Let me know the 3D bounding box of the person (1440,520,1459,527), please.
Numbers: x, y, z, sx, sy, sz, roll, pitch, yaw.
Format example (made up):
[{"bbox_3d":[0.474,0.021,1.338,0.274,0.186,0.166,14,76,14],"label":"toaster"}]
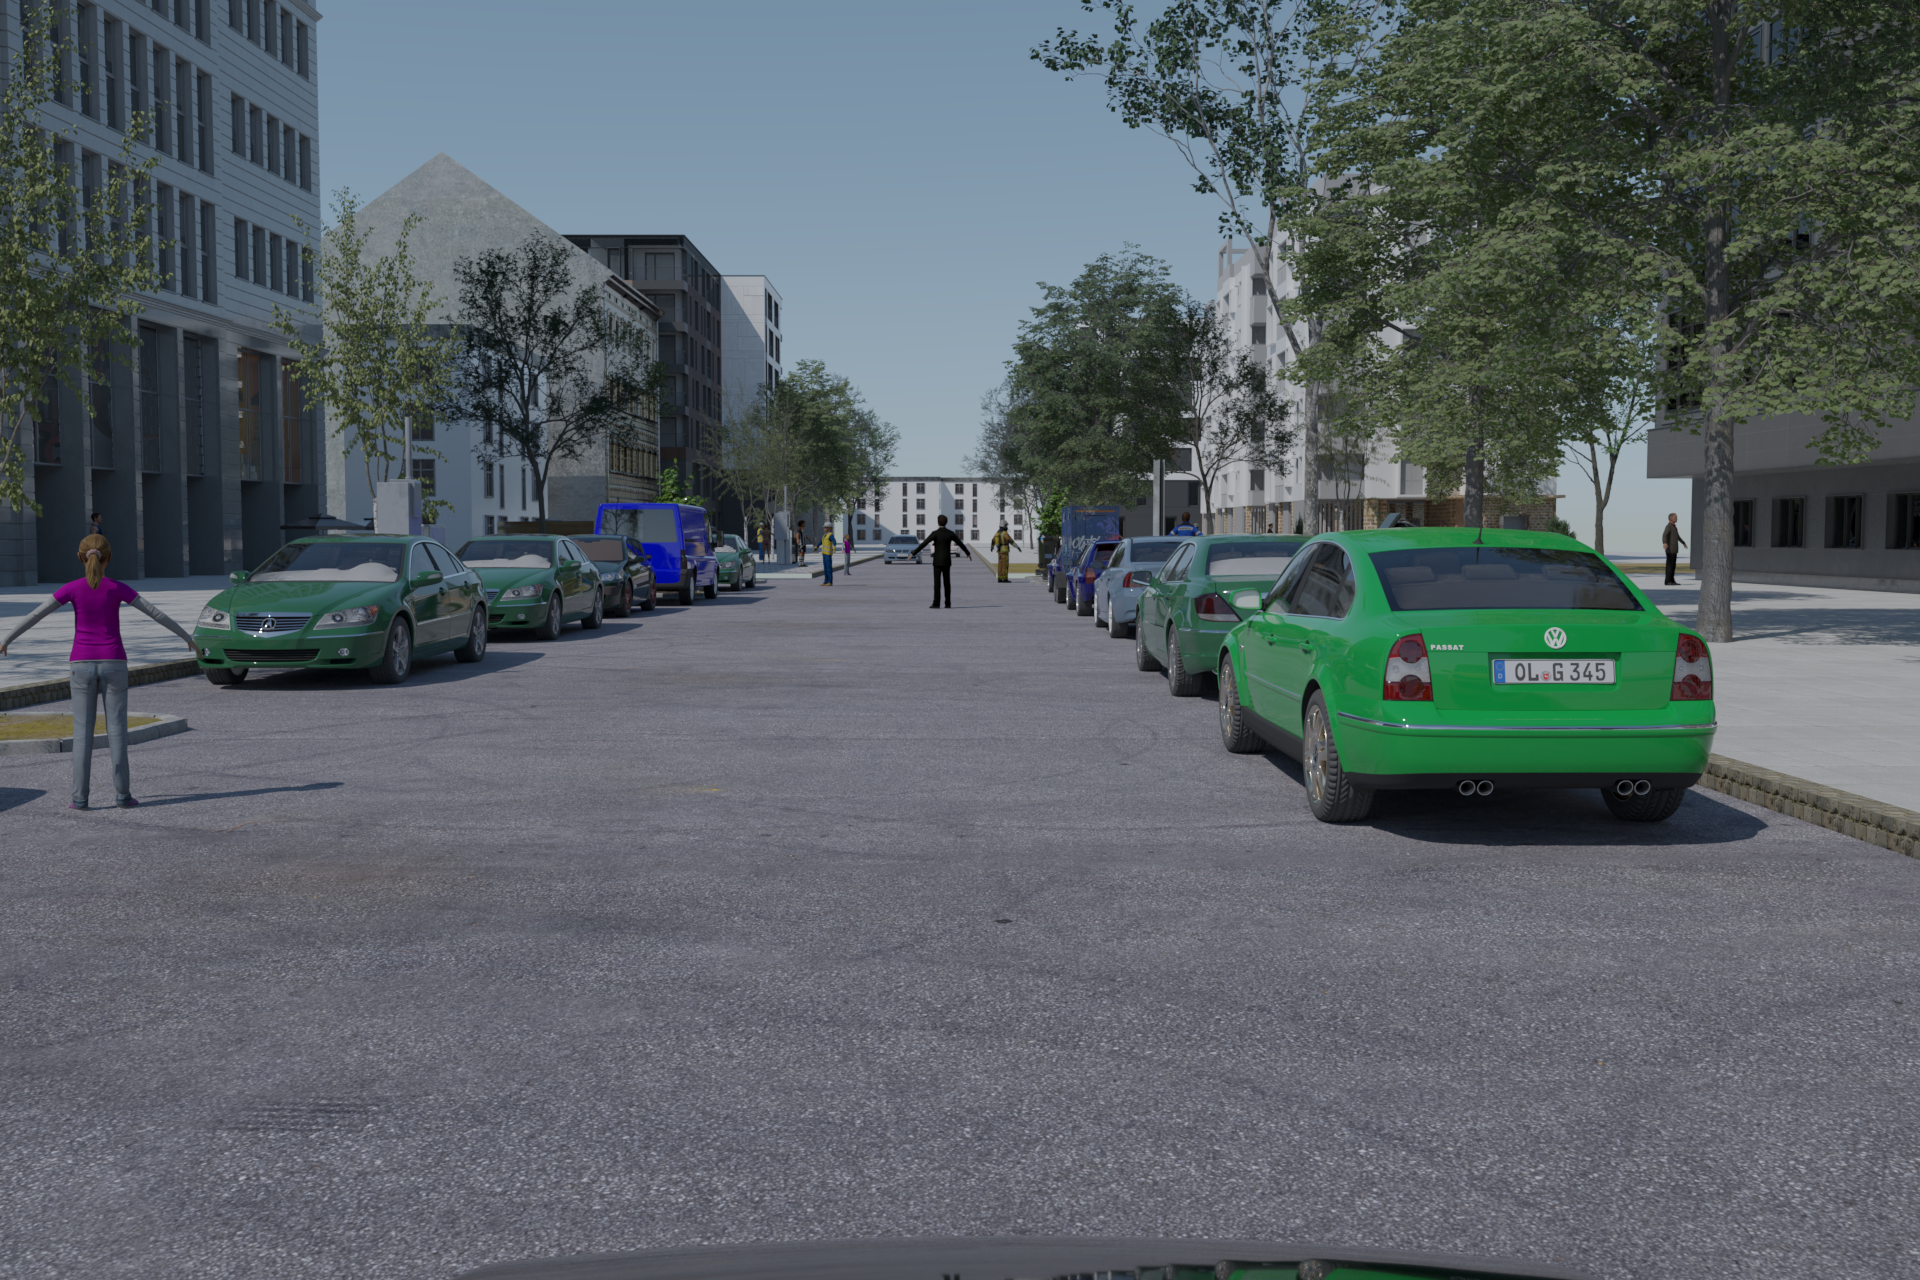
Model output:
[{"bbox_3d":[15.752,-3.001,55.918,0.742,1.727,0.445,2,4,30],"label":"person"}]

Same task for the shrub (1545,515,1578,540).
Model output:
[{"bbox_3d":[23.051,-3.823,66.920,1.690,2.028,1.600,0,3,0],"label":"shrub"}]

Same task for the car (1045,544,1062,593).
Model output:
[{"bbox_3d":[3.022,-1.755,41.281,1.945,1.354,3.894,0,4,0],"label":"car"}]

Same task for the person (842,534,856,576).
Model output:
[{"bbox_3d":[-3.849,-2.949,59.936,0.599,1.433,0.991,2,4,24],"label":"person"}]

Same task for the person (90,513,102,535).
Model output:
[{"bbox_3d":[-21.491,-2.264,43.187,0.704,1.807,1.345,-1,4,-21],"label":"person"}]

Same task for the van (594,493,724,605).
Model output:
[{"bbox_3d":[-6.318,-1.968,36.553,2.240,2.365,5.245,0,4,0],"label":"van"}]

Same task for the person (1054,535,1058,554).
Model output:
[{"bbox_3d":[3.886,-3.937,70.503,1.348,1.813,0.705,1,4,14],"label":"person"}]

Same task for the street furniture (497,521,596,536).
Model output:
[{"bbox_3d":[-14.689,-3.343,61.518,9.812,1.723,11.010,3,4,37],"label":"street furniture"}]

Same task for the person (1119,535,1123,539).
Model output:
[{"bbox_3d":[8.382,-5.427,94.592,1.347,1.847,0.705,-2,4,-33],"label":"person"}]

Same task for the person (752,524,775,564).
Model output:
[{"bbox_3d":[-8.432,-4.175,75.063,1.217,1.733,0.721,-2,4,-26],"label":"person"}]

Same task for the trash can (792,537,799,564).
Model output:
[{"bbox_3d":[-7.262,-3.836,74.373,0.748,1.137,0.748,0,3,0],"label":"trash can"}]

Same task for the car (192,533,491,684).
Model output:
[{"bbox_3d":[-6.265,-0.381,18.024,2.131,1.459,4.920,0,4,-1],"label":"car"}]

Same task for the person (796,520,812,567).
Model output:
[{"bbox_3d":[-6.100,-3.737,67.246,0.704,1.843,1.345,1,4,17],"label":"person"}]

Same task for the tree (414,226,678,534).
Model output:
[{"bbox_3d":[-12.412,-7.189,51.948,8.767,10.594,7.601,0,4,5],"label":"tree"}]

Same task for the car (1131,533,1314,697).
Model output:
[{"bbox_3d":[2.773,-0.299,16.692,2.131,1.459,4.920,0,3,0],"label":"car"}]

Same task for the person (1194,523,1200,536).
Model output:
[{"bbox_3d":[12.713,-5.348,93.218,0.705,1.856,1.354,-3,4,-38],"label":"person"}]

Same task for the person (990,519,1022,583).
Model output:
[{"bbox_3d":[1.294,-2.605,50.819,0.705,1.858,1.354,-3,4,-38],"label":"person"}]

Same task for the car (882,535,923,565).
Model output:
[{"bbox_3d":[-2.694,-4.346,83.056,2.014,1.417,4.499,0,3,0],"label":"car"}]

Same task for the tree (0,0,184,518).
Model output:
[{"bbox_3d":[-12.736,-4.443,22.998,4.737,8.622,4.395,0,3,0],"label":"tree"}]

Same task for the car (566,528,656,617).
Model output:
[{"bbox_3d":[-6.558,-1.298,31.005,2.009,1.686,4.222,0,4,0],"label":"car"}]

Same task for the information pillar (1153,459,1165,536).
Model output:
[{"bbox_3d":[6.345,-3.915,55.333,0.184,3.620,1.656,0,3,0],"label":"information pillar"}]

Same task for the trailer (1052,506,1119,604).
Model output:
[{"bbox_3d":[2.684,-1.816,36.735,1.471,1.999,3.904,0,4,-1],"label":"trailer"}]

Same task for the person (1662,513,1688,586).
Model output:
[{"bbox_3d":[17.781,-2.264,43.199,0.705,1.807,1.348,3,5,44],"label":"person"}]

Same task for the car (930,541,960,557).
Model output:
[{"bbox_3d":[-0.915,-5.834,107.746,2.083,1.381,4.827,0,4,-1],"label":"car"}]

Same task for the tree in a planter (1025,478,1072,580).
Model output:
[{"bbox_3d":[3.052,-3.532,54.966,1.991,3.239,1.994,0,4,1],"label":"tree in a planter"}]

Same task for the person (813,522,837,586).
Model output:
[{"bbox_3d":[-3.720,-2.376,47.765,0.721,1.772,1.216,-2,4,-32],"label":"person"}]

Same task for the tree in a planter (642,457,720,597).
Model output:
[{"bbox_3d":[-6.660,-2.635,40.301,1.991,3.239,1.994,0,4,0],"label":"tree in a planter"}]

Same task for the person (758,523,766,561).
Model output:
[{"bbox_3d":[-9.546,-4.742,83.508,0.705,1.833,1.349,-1,4,-18],"label":"person"}]

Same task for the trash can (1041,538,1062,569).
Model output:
[{"bbox_3d":[3.227,-3.004,60.765,0.748,1.137,0.748,0,3,0],"label":"trash can"}]

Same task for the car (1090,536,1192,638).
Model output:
[{"bbox_3d":[2.929,-0.799,25.068,2.014,1.417,4.499,0,4,0],"label":"car"}]

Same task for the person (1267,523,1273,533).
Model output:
[{"bbox_3d":[15.726,-4.993,87.576,0.705,1.837,1.347,0,4,-1],"label":"person"}]

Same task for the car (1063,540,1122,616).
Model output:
[{"bbox_3d":[2.883,-1.159,31.526,1.945,1.354,3.894,0,4,0],"label":"car"}]

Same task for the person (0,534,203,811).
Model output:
[{"bbox_3d":[-4.496,0.163,9.050,0.991,1.433,0.599,-1,4,-23],"label":"person"}]

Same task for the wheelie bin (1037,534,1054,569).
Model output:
[{"bbox_3d":[3.200,-3.449,64.293,0.693,1.594,0.980,0,4,-1],"label":"wheelie bin"}]

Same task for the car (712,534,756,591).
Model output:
[{"bbox_3d":[-6.381,-2.019,44.803,2.131,1.459,4.920,0,4,0],"label":"car"}]

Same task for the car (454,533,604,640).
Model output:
[{"bbox_3d":[-6.359,-0.798,24.840,2.131,1.459,4.920,0,3,0],"label":"car"}]

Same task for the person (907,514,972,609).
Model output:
[{"bbox_3d":[-0.358,-1.509,33.310,1.347,1.806,0.705,-2,4,-24],"label":"person"}]

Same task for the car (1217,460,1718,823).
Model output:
[{"bbox_3d":[2.634,-0.073,9.984,1.959,1.807,4.718,0,4,-1],"label":"car"}]

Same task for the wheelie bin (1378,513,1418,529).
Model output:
[{"bbox_3d":[6.561,-1.121,26.244,0.693,1.594,0.980,0,4,0],"label":"wheelie bin"}]

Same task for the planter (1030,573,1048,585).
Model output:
[{"bbox_3d":[3.016,-1.735,49.506,1.991,0.319,1.994,0,3,0],"label":"planter"}]

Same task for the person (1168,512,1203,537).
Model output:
[{"bbox_3d":[5.595,-2.253,42.811,1.345,1.831,0.704,1,4,21],"label":"person"}]
